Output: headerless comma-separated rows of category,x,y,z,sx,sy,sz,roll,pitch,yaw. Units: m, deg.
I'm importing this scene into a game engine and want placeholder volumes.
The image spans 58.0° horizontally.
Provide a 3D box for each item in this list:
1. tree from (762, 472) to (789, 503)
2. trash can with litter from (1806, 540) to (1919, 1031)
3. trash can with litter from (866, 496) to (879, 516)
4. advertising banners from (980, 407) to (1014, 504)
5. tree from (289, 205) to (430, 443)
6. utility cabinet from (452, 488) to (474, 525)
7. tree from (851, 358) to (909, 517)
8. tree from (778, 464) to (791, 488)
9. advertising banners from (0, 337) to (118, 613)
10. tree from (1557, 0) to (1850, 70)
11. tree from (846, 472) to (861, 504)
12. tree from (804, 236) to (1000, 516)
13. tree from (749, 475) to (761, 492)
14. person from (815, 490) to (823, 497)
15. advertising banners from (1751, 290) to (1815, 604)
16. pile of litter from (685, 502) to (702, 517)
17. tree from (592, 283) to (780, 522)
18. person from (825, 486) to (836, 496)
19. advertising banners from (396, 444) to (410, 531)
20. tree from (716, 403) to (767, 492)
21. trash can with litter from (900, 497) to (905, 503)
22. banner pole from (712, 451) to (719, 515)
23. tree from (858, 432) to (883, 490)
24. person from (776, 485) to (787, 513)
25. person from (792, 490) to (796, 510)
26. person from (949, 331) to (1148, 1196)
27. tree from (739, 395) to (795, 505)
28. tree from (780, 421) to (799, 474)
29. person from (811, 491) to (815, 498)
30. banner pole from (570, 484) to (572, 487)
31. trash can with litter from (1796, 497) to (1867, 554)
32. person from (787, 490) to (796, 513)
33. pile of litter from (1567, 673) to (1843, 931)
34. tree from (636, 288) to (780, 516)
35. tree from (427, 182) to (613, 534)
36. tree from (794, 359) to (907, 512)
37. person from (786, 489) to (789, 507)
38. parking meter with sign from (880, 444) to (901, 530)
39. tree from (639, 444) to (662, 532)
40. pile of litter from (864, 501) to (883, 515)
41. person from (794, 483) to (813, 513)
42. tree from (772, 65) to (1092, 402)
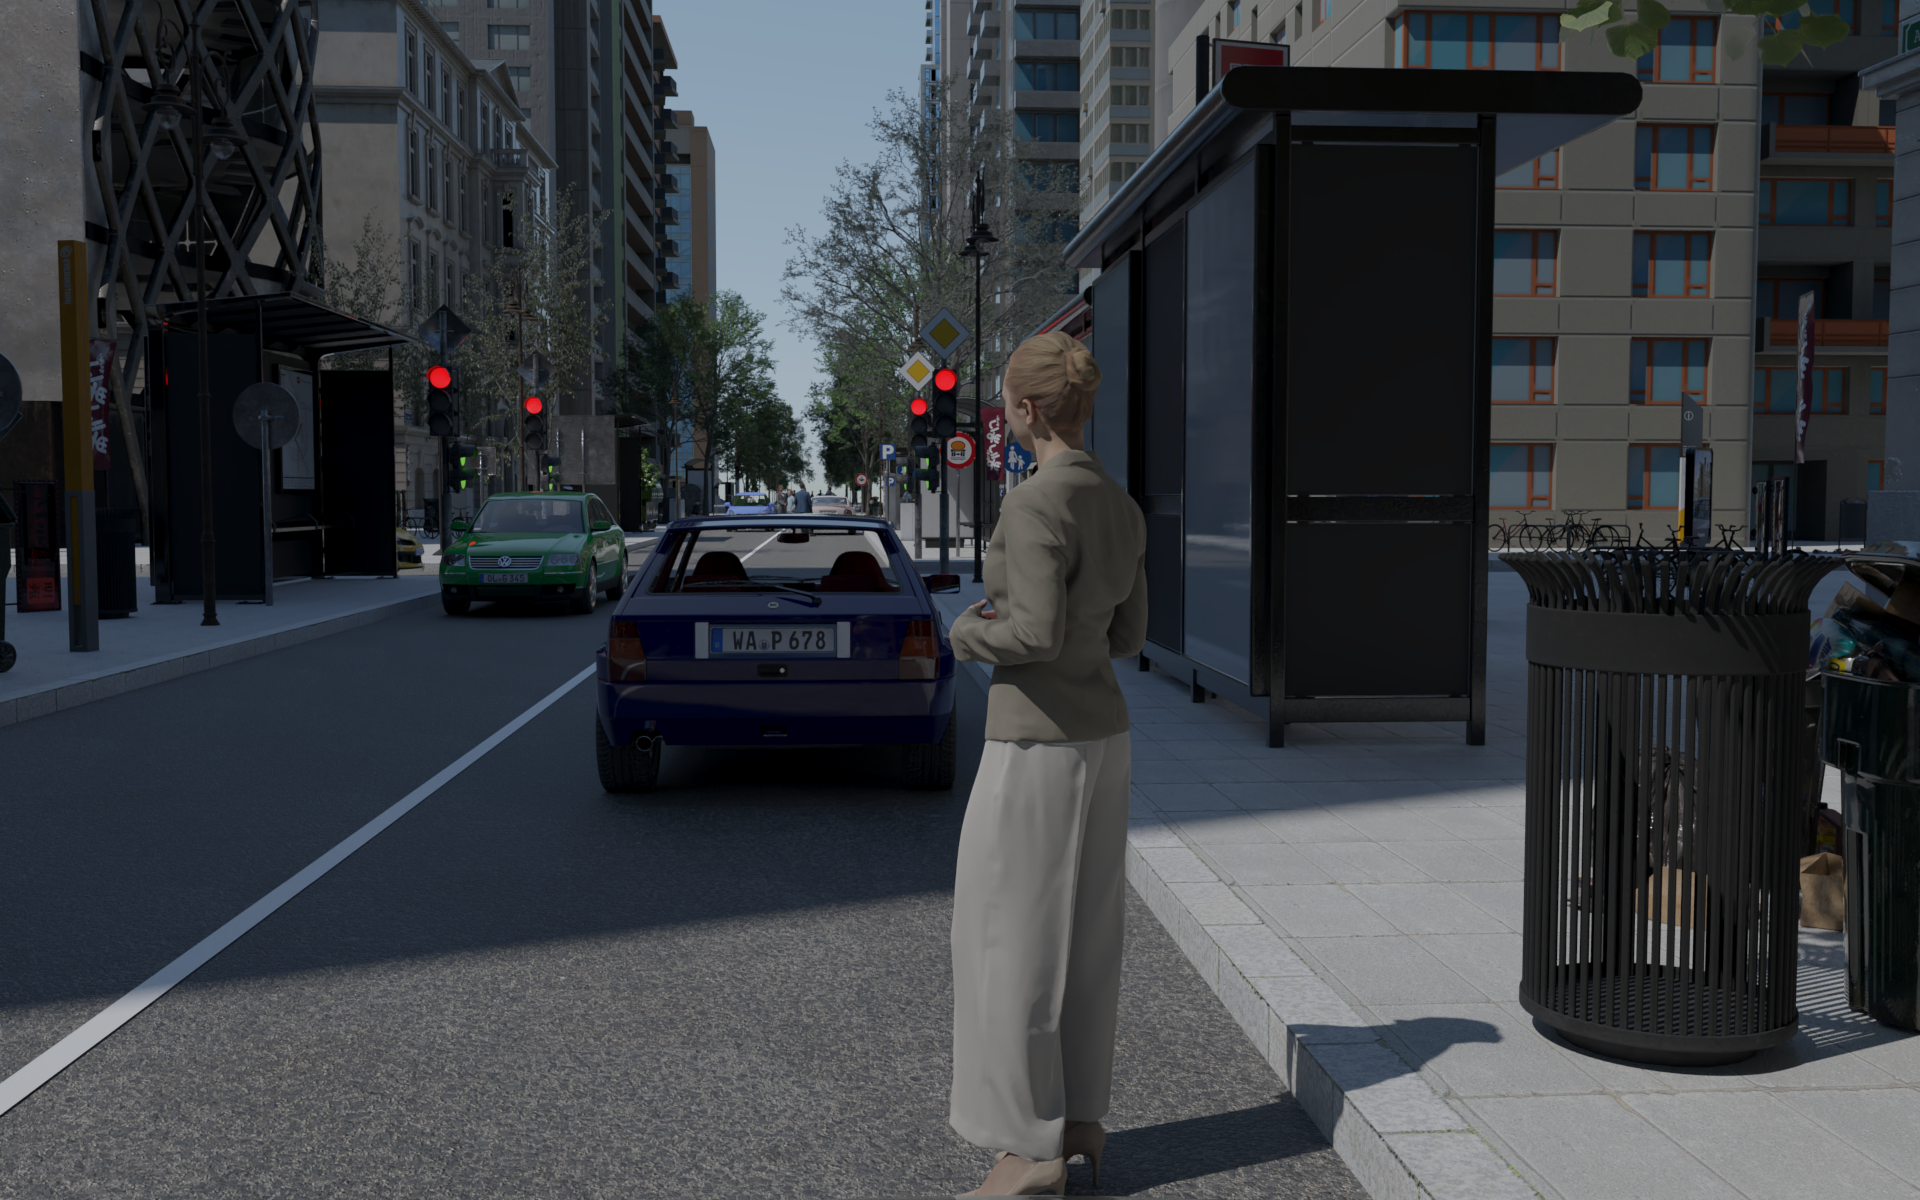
tree,-24.133,-15.136,231.191,4.285,4.588,4.351,0,3,0
trash can with litter,2.655,0.435,4.275,1.055,1.170,0.624,0,4,-3
trash can with litter,-4.546,-4.698,88.194,0.624,1.170,1.055,-2,4,-33
advertising banners,1.376,-2.350,34.615,2.074,3.025,0.090,1,4,22
tree,-15.643,-5.781,44.889,4.360,8.622,3.978,0,3,0
utility cabinet,-17.304,-3.147,60.137,0.318,1.500,1.173,-3,5,-44
tree,-3.748,-8.545,90.077,4.360,8.622,3.978,0,3,0
tree,-24.998,-17.753,240.628,4.360,8.622,3.978,0,3,0
advertising banners,-10.050,-1.381,18.763,0.090,3.025,2.074,2,4,31
tree,2.620,-5.088,1.322,7.486,12.596,7.792,0,3,0
tree,-13.806,-15.105,230.684,4.285,4.588,4.351,0,3,0
tree,-1.887,-8.799,69.612,9.928,11.665,9.643,0,3,0
tree,-18.506,-9.879,156.129,1.663,3.219,1.824,0,3,0
person,-12.084,-8.648,149.914,1.348,1.822,0.705,-1,4,-17
advertising banners,7.566,-1.209,15.961,0.090,3.025,2.074,1,4,14
pile of litter,-14.371,-4.928,94.534,1.719,0.858,1.176,1,4,15
tree,-12.718,-8.671,76.176,7.601,10.594,8.767,0,4,6
person,-6.745,-4.939,89.244,0.794,1.824,0.713,1,4,13
advertising banners,-19.170,-3.883,59.677,0.090,3.025,2.074,0,4,-4
tree,-16.484,-11.083,131.572,4.737,8.622,4.395,0,3,0
trash can with litter,-2.362,-3.669,71.381,0.624,1.170,1.055,1,4,20
banner pole,-13.719,-6.551,97.131,0.401,3.779,0.863,-3,4,-38
tree,-7.716,-12.000,146.564,4.737,8.622,4.395,0,3,0
person,-7.007,-3.683,68.996,0.573,1.790,0.520,2,4,28
person,-15.363,-9.294,160.460,1.348,1.823,0.705,-3,5,-40
person,0.161,0.334,3.582,0.362,1.759,0.519,2,4,33
tree,-21.247,-17.326,200.287,9.611,12.733,9.660,0,3,0
tree,-20.430,-15.192,182.809,7.601,10.594,8.767,0,4,2
person,-18.145,-12.527,213.255,0.705,1.831,1.348,-2,4,-28
banner pole,-18.086,-5.601,81.590,0.863,3.779,0.401,3,4,36
trash can with litter,18.789,-1.608,37.346,2.233,1.210,1.678,1,4,14
person,-6.409,-3.384,65.637,0.330,1.601,0.589,-2,4,-27
pile of litter,2.757,0.517,5.517,1.719,0.858,1.176,0,4,2
tree,-12.622,-9.841,86.652,9.928,11.665,9.643,0,3,0
tree,-10.019,-5.547,41.055,4.360,8.622,3.978,0,3,0
tree,-6.965,-12.835,126.855,9.611,12.733,9.660,0,3,0
person,-14.479,-8.472,146.892,0.599,1.838,0.709,-2,4,-24
parking meter with sign,-2.369,-3.979,61.314,0.543,3.016,1.738,1,4,10
tree,-10.932,-3.895,58.292,1.663,3.219,1.824,0,3,0
pile of litter,-5.067,-5.596,105.464,1.719,0.858,1.176,-1,4,-17
person,-5.232,-3.034,58.286,0.721,1.800,0.419,0,4,6
tree,-0.536,-8.581,50.672,12.009,13.543,11.850,0,3,0
